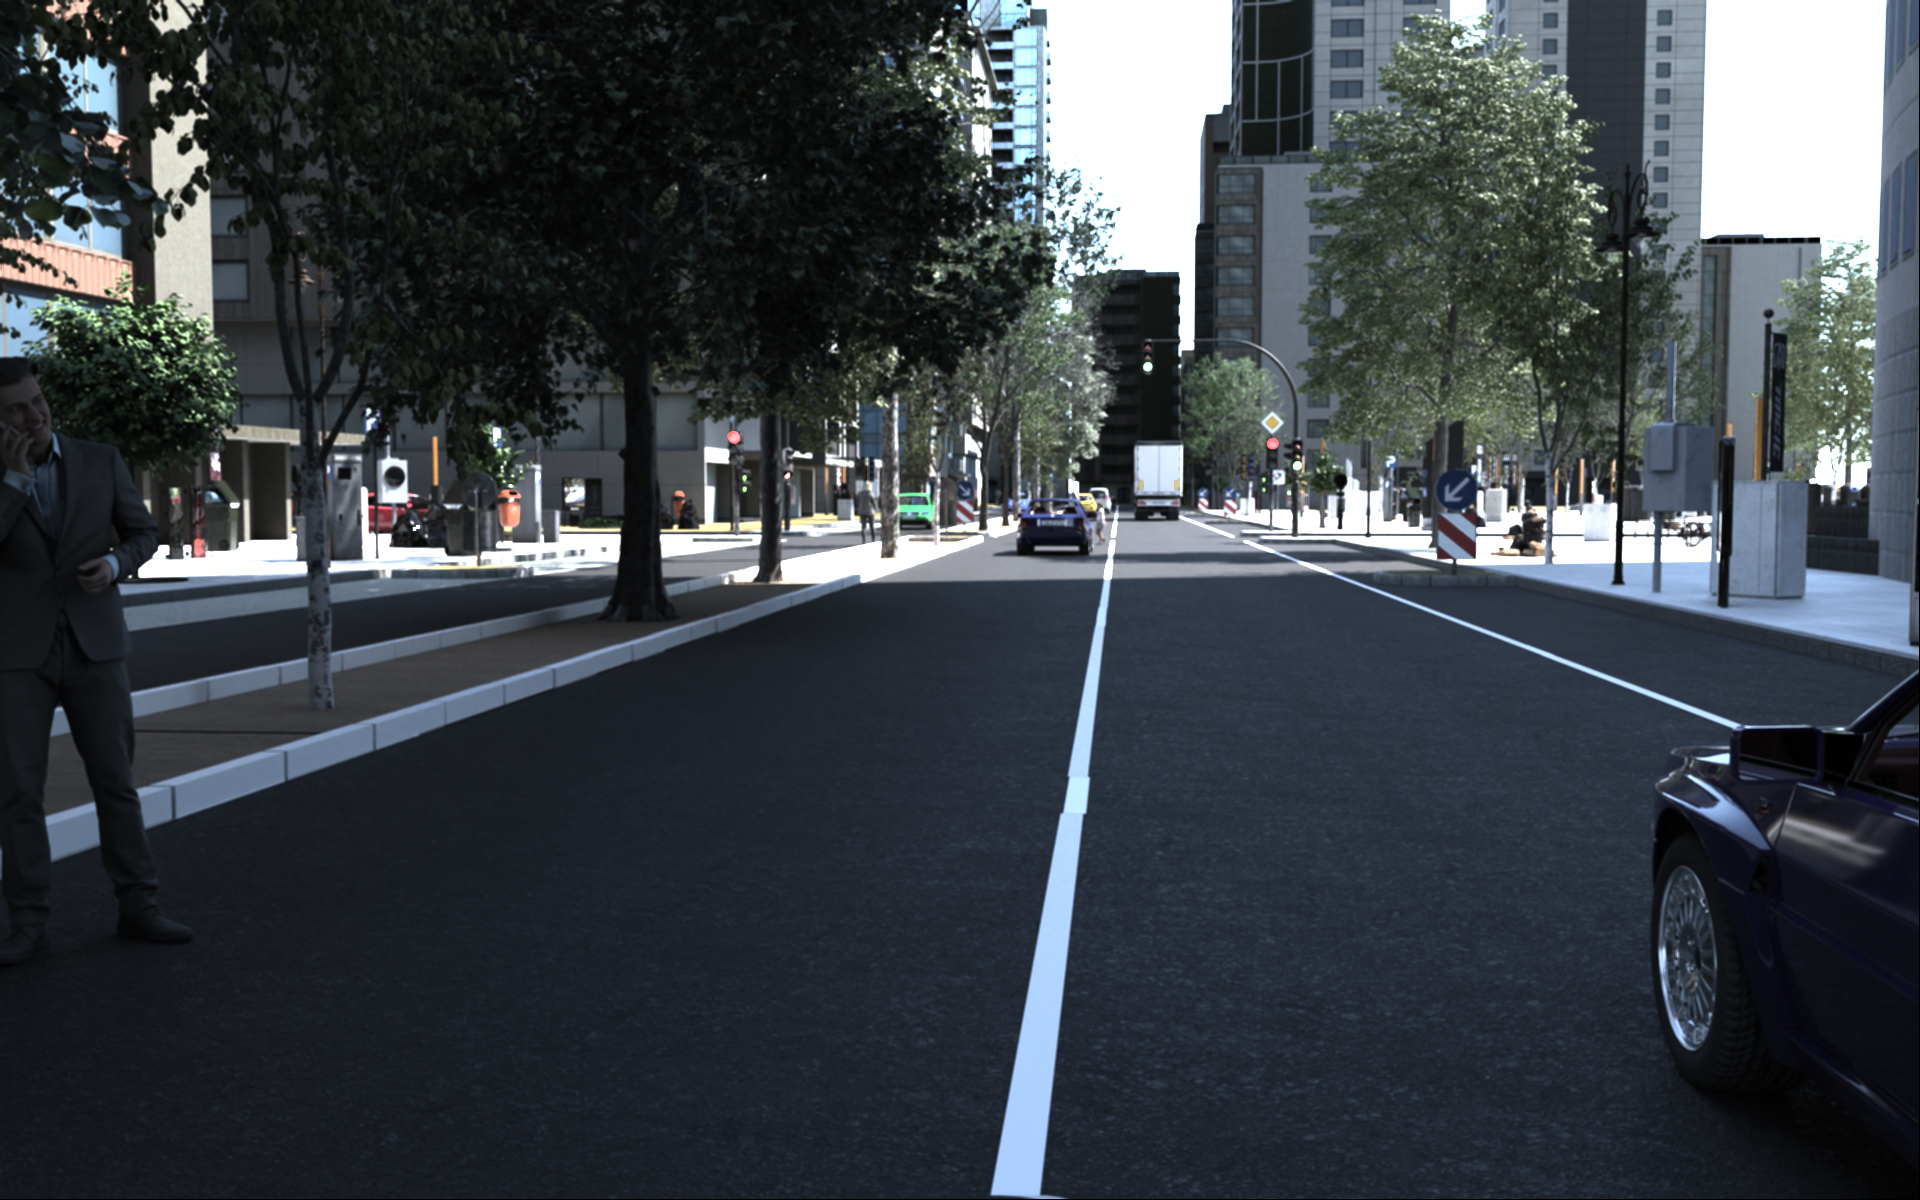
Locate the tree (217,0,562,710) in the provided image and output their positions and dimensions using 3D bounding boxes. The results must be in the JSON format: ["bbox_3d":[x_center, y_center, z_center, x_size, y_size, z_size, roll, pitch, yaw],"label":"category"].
[{"bbox_3d":[-4.230,-3.559,11.014,4.737,8.622,4.395,0,3,0],"label":"tree"}]

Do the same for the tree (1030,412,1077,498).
[{"bbox_3d":[6.639,-10.645,126.872,4.360,8.622,3.978,0,3,0],"label":"tree"}]

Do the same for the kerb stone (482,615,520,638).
[{"bbox_3d":[-4.714,0.286,17.522,0.120,0.150,1.000,0,4,5],"label":"kerb stone"}]

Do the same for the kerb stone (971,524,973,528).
[{"bbox_3d":[0.320,-3.056,72.158,0.120,0.150,1.000,0,4,5],"label":"kerb stone"}]

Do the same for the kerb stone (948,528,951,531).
[{"bbox_3d":[-0.535,-2.493,62.953,0.120,0.150,1.000,0,4,5],"label":"kerb stone"}]

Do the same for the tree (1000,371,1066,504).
[{"bbox_3d":[4.040,-8.985,99.731,4.737,8.622,4.395,0,3,0],"label":"tree"}]

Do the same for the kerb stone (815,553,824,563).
[{"bbox_3d":[-3.017,-0.839,35.913,0.120,0.150,1.000,0,4,5],"label":"kerb stone"}]

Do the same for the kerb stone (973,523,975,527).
[{"bbox_3d":[0.415,-3.116,73.178,0.120,0.150,1.000,0,4,5],"label":"kerb stone"}]

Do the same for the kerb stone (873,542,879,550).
[{"bbox_3d":[-2.263,-1.339,44.087,0.120,0.150,1.000,0,4,5],"label":"kerb stone"}]

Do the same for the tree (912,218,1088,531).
[{"bbox_3d":[0.970,-8.335,64.485,9.928,11.665,9.643,0,3,0],"label":"tree"}]

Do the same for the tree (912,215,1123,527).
[{"bbox_3d":[2.033,-9.976,75.929,12.009,13.543,11.850,0,3,0],"label":"tree"}]

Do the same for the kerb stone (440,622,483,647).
[{"bbox_3d":[-4.809,0.348,16.505,0.120,0.150,1.000,0,4,5],"label":"kerb stone"}]

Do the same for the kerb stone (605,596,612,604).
[{"bbox_3d":[-4.340,0.039,21.607,0.120,0.150,1.000,0,4,5],"label":"kerb stone"}]

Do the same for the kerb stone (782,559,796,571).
[{"bbox_3d":[-3.303,-0.652,32.858,0.120,0.150,1.000,0,4,5],"label":"kerb stone"}]

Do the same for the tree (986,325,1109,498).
[{"bbox_3d":[5.860,-12.871,119.555,9.857,13.997,8.962,0,3,0],"label":"tree"}]

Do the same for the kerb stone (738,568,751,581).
[{"bbox_3d":[-3.678,-0.399,28.780,0.120,0.150,1.000,0,4,5],"label":"kerb stone"}]

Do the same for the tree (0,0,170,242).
[{"bbox_3d":[-4.859,-5.773,3.495,9.857,13.997,8.962,0,3,0],"label":"tree"}]

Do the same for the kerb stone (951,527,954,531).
[{"bbox_3d":[-0.437,-2.555,63.971,0.120,0.150,1.000,0,4,5],"label":"kerb stone"}]

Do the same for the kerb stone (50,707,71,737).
[{"bbox_3d":[-5.368,0.723,10.372,0.120,0.150,1.000,0,4,5],"label":"kerb stone"}]

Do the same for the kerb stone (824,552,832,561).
[{"bbox_3d":[-2.929,-0.901,36.931,0.120,0.150,1.000,0,4,5],"label":"kerb stone"}]

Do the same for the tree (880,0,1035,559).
[{"bbox_3d":[-2.682,-11.032,38.726,12.611,20.169,13.585,0,3,0],"label":"tree"}]

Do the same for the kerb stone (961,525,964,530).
[{"bbox_3d":[-0.060,-2.806,68.067,0.120,0.150,1.000,0,4,5],"label":"kerb stone"}]

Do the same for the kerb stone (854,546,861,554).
[{"bbox_3d":[-2.549,-1.152,41.027,0.120,0.150,1.000,0,4,5],"label":"kerb stone"}]

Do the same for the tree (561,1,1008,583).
[{"bbox_3d":[-3.142,-6.576,28.105,7.486,12.596,7.792,0,3,0],"label":"tree"}]

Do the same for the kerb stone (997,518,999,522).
[{"bbox_3d":[1.724,-3.993,87.481,0.120,0.150,1.000,0,4,5],"label":"kerb stone"}]

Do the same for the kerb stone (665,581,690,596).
[{"bbox_3d":[-4.058,-0.146,24.664,0.120,0.150,1.000,0,4,5],"label":"kerb stone"}]

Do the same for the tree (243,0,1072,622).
[{"bbox_3d":[-3.622,-6.117,19.476,9.611,12.733,9.660,0,3,0],"label":"tree"}]

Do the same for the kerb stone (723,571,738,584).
[{"bbox_3d":[-3.760,-0.339,27.736,0.120,0.150,1.000,0,4,5],"label":"kerb stone"}]

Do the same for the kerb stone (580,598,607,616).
[{"bbox_3d":[-4.436,0.100,20.582,0.120,0.150,1.000,0,4,5],"label":"kerb stone"}]

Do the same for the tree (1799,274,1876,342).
[{"bbox_3d":[29.745,-6.642,58.951,4.737,8.622,4.395,0,3,0],"label":"tree"}]

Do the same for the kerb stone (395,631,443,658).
[{"bbox_3d":[-4.901,0.410,15.485,0.120,0.150,1.000,0,4,5],"label":"kerb stone"}]

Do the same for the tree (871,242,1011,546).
[{"bbox_3d":[-0.642,-5.791,47.497,4.360,8.622,3.978,0,3,0],"label":"tree"}]

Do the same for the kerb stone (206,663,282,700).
[{"bbox_3d":[-5.184,0.598,12.425,0.120,0.150,1.000,0,4,5],"label":"kerb stone"}]

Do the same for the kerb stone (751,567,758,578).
[{"bbox_3d":[-3.582,-0.465,29.797,0.120,0.150,1.000,0,4,5],"label":"kerb stone"}]

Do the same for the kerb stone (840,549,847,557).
[{"bbox_3d":[-2.747,-1.027,38.983,0.120,0.150,1.000,0,4,5],"label":"kerb stone"}]

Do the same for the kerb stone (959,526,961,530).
[{"bbox_3d":[-0.153,-2.743,67.046,0.120,0.150,1.000,0,4,5],"label":"kerb stone"}]

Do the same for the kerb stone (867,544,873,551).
[{"bbox_3d":[-2.365,-1.276,43.064,0.120,0.150,1.000,0,4,5],"label":"kerb stone"}]

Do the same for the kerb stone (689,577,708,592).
[{"bbox_3d":[-3.956,-0.214,25.688,0.120,0.150,1.000,0,4,5],"label":"kerb stone"}]

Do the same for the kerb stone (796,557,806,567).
[{"bbox_3d":[-3.203,-0.715,33.878,0.120,0.150,1.000,0,4,5],"label":"kerb stone"}]

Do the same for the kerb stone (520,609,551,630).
[{"bbox_3d":[-4.624,0.227,18.541,0.120,0.150,1.000,0,4,5],"label":"kerb stone"}]

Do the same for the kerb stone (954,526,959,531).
[{"bbox_3d":[-0.250,-2.680,66.022,0.120,0.150,1.000,0,4,5],"label":"kerb stone"}]

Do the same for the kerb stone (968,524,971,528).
[{"bbox_3d":[0.228,-2.993,71.135,0.120,0.150,1.000,0,4,5],"label":"kerb stone"}]

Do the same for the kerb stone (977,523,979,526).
[{"bbox_3d":[0.597,-3.237,75.221,0.120,0.150,1.000,0,4,5],"label":"kerb stone"}]

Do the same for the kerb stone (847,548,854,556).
[{"bbox_3d":[-2.641,-1.088,40.003,0.120,0.150,1.000,0,4,5],"label":"kerb stone"}]

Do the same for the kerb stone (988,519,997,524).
[{"bbox_3d":[1.637,-3.929,86.458,0.120,0.150,1.000,0,4,5],"label":"kerb stone"}]

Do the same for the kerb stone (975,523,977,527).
[{"bbox_3d":[0.507,-3.179,74.197,0.120,0.150,1.000,0,4,5],"label":"kerb stone"}]

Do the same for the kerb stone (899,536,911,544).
[{"bbox_3d":[-1.619,-1.776,51.227,0.120,0.150,1.000,0,4,5],"label":"kerb stone"}]

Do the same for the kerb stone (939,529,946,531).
[{"bbox_3d":[-0.619,-2.431,61.935,0.120,0.150,1.000,0,4,5],"label":"kerb stone"}]

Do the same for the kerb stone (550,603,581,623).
[{"bbox_3d":[-4.520,0.161,19.557,0.120,0.150,1.000,0,4,5],"label":"kerb stone"}]

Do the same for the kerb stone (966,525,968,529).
[{"bbox_3d":[0.119,-2.930,70.108,0.120,0.150,1.000,0,4,5],"label":"kerb stone"}]

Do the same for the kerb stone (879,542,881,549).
[{"bbox_3d":[-2.171,-1.401,45.105,0.120,0.150,1.000,0,4,5],"label":"kerb stone"}]

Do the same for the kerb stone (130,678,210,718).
[{"bbox_3d":[-5.276,0.661,11.400,0.120,0.150,1.000,0,4,5],"label":"kerb stone"}]

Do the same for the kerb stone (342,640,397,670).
[{"bbox_3d":[-4.988,0.474,14.462,0.120,0.150,1.000,0,4,5],"label":"kerb stone"}]

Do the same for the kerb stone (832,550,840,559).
[{"bbox_3d":[-2.827,-0.962,37.948,0.120,0.150,1.000,0,4,5],"label":"kerb stone"}]

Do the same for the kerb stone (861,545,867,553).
[{"bbox_3d":[-2.451,-1.214,42.046,0.120,0.150,1.000,0,4,5],"label":"kerb stone"}]

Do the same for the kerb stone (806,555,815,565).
[{"bbox_3d":[-3.120,-0.777,34.896,0.120,0.150,1.000,0,4,5],"label":"kerb stone"}]

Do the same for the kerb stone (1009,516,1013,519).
[{"bbox_3d":[3.139,-4.929,102.778,0.120,0.150,1.000,0,4,5],"label":"kerb stone"}]

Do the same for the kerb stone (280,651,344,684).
[{"bbox_3d":[-5.084,0.538,13.445,0.120,0.150,1.000,0,4,5],"label":"kerb stone"}]

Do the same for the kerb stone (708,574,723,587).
[{"bbox_3d":[-3.862,-0.276,26.720,0.120,0.150,1.000,0,4,5],"label":"kerb stone"}]
